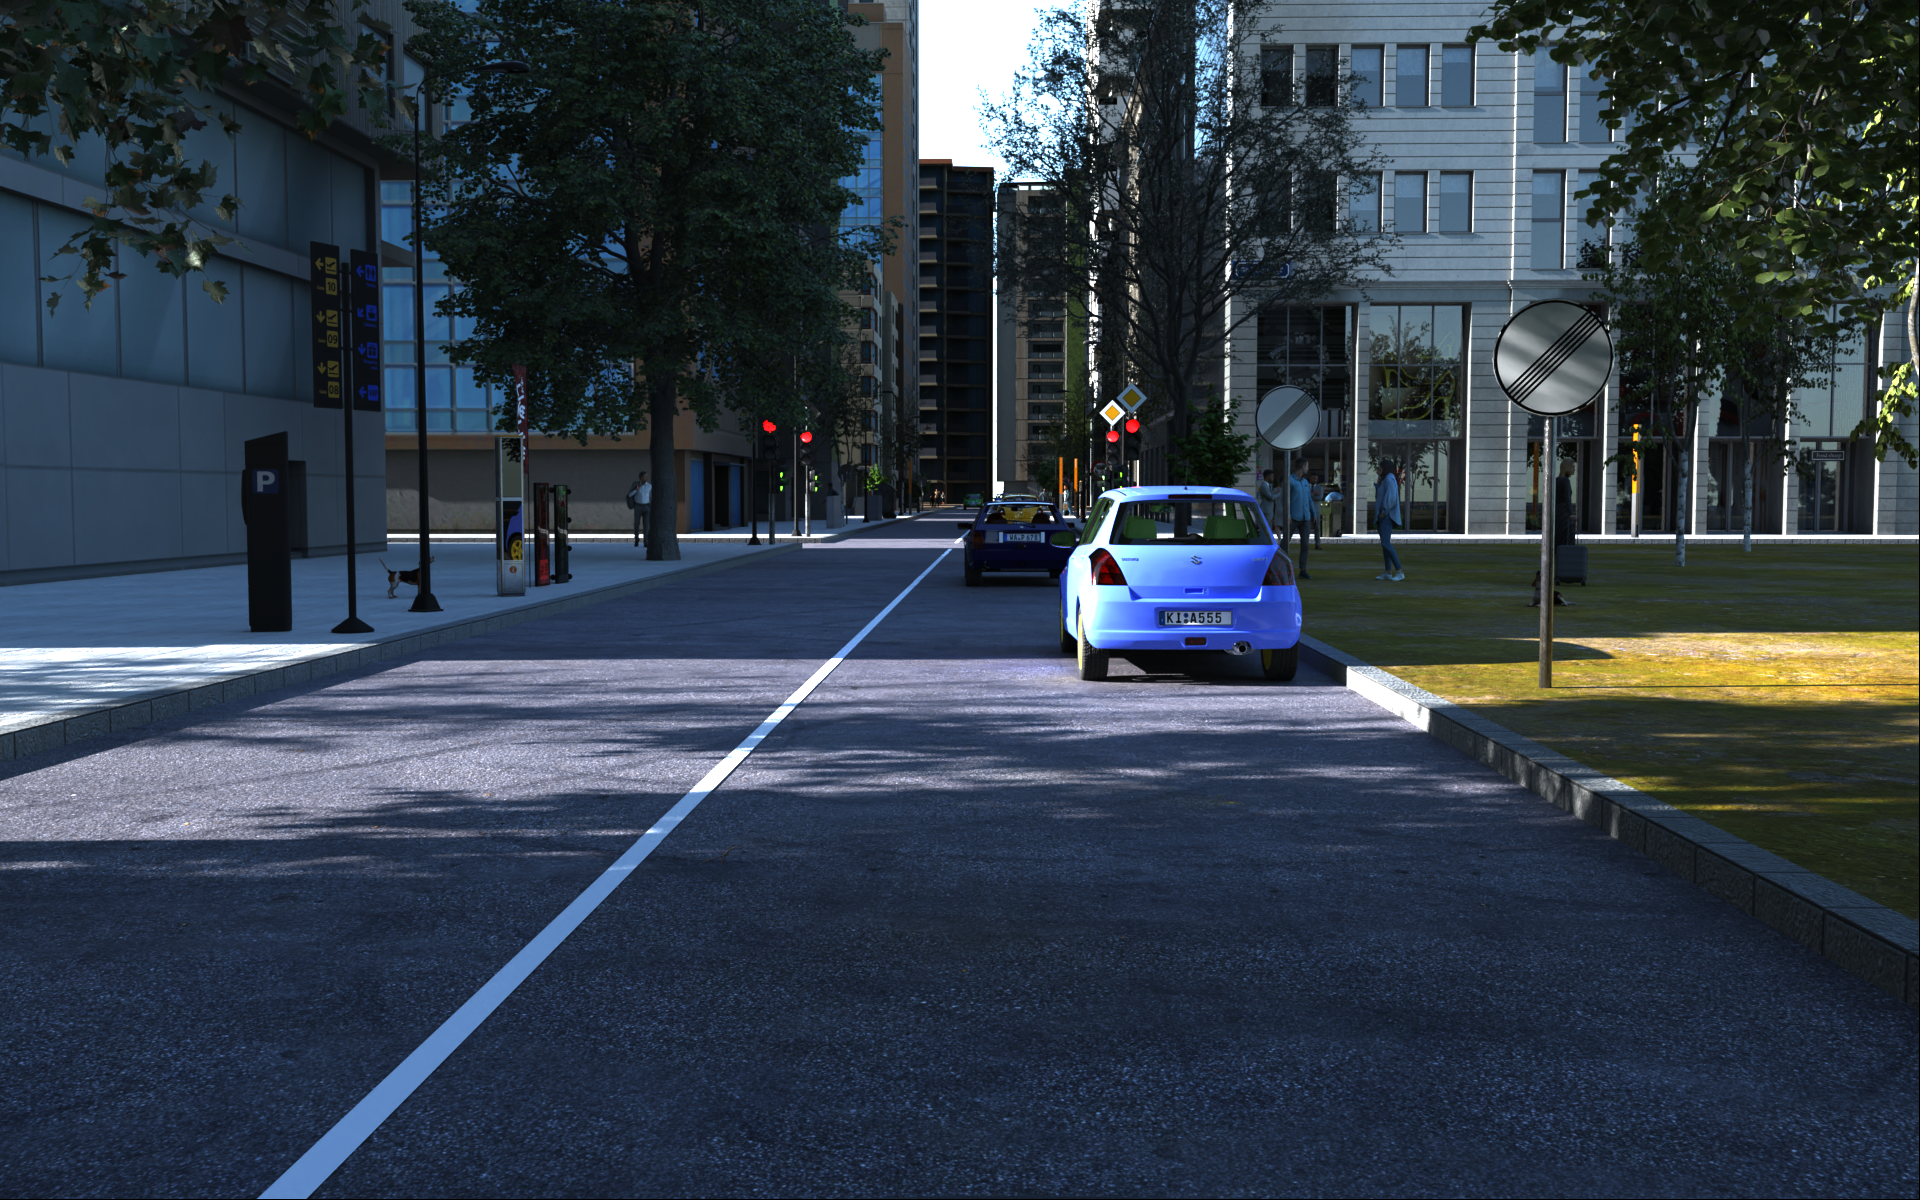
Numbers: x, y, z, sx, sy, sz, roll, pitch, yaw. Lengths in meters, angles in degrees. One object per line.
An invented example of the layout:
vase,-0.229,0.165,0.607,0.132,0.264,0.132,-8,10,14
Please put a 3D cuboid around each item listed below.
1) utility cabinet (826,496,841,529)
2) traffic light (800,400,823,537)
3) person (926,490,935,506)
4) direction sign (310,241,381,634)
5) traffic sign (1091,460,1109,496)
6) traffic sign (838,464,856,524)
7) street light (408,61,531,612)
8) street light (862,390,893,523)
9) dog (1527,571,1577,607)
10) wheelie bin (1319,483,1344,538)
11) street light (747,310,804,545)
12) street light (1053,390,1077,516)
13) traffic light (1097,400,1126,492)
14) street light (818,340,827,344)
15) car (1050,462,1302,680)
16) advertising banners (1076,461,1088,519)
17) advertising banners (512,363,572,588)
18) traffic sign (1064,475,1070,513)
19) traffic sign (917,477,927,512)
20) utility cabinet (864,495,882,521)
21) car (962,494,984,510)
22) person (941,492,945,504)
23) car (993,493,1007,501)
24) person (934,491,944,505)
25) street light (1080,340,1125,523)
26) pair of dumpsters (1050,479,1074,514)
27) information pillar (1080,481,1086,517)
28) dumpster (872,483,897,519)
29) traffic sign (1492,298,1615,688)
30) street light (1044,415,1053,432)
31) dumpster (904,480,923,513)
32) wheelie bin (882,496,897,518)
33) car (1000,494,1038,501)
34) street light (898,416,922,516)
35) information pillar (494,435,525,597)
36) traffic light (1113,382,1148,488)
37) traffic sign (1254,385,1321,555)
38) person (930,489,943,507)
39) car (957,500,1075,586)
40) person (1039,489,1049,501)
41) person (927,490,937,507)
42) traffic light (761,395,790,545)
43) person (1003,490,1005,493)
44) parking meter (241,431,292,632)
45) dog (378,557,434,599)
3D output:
utility cabinet,-4.736,-3.289,64.935,0.306,1.237,1.020,1,4,13
traffic light,-4.544,-3.850,51.869,0.839,4.253,0.868,0,4,2
person,-3.106,-11.095,188.151,1.217,1.736,0.721,1,4,9
direction sign,-5.646,-1.468,16.001,0.379,3.537,0.876,1,4,20
traffic sign,5.254,-3.946,64.619,0.768,2.556,0.104,0,4,8
traffic sign,-4.820,-4.494,73.589,0.768,2.556,0.104,0,4,6
street light,-5.306,-2.826,18.752,1.470,5.913,1.316,0,4,2
street light,-3.689,-6.434,77.734,1.470,5.913,1.316,0,4,2
dog,6.806,-0.129,19.851,0.748,0.427,0.550,0,4,-2
wheelie bin,10.887,-2.642,51.111,0.980,1.594,0.693,3,5,43
street light,-4.633,-4.335,43.418,1.470,5.913,1.316,0,4,2
street light,5.002,-6.403,77.226,1.470,5.913,1.316,0,4,2
traffic light,4.515,-3.836,51.640,0.839,4.253,0.868,0,4,2
street light,-4.419,-4.885,52.404,1.470,5.913,1.316,0,4,2
car,1.746,-0.307,14.609,1.945,1.707,3.694,0,4,0
advertising banners,6.350,-5.758,90.329,0.090,3.025,2.074,-1,4,-12
advertising banners,-5.825,-1.709,24.133,0.090,3.025,2.074,0,4,7
traffic sign,7.146,-7.191,117.683,0.768,2.556,0.104,0,4,7
traffic sign,-2.746,-7.660,125.339,0.768,2.556,0.104,0,4,6
utility cabinet,-4.204,-4.449,83.900,1.020,1.237,0.306,3,5,45
car,1.198,-9.044,156.669,1.959,1.807,4.718,0,4,1
person,-2.071,-12.209,208.910,0.721,1.735,1.217,2,4,28
car,4.026,-9.341,162.311,1.945,1.707,3.694,0,4,2
person,-2.453,-12.074,205.915,1.348,1.822,0.705,-1,4,-20
street light,4.426,-4.890,52.492,1.470,5.913,1.316,0,4,2
pair of dumpsters,6.716,-6.802,113.700,1.574,2.255,4.437,0,4,2
information pillar,6.833,-5.604,96.115,0.304,2.012,0.304,-1,4,-13
dumpster,-3.972,-5.217,91.054,1.264,1.857,1.865,0,4,1
traffic sign,3.875,-0.690,11.391,0.768,2.556,0.104,0,4,8
street light,5.760,-7.911,101.890,1.470,5.913,1.316,0,4,2
dumpster,-3.270,-7.021,117.286,1.502,2.255,1.985,0,4,2
wheelie bin,-3.837,-5.175,92.513,0.980,1.594,0.693,0,4,2
car,2.052,-3.069,60.400,2.015,1.641,3.980,0,4,0
street light,-2.985,-7.984,103.085,1.470,5.913,1.316,0,4,2
information pillar,-5.656,-1.056,21.765,0.304,2.012,0.304,-2,4,-26
traffic light,4.299,-3.348,43.658,0.839,4.253,0.868,0,4,2
traffic sign,3.842,-1.239,20.372,0.768,2.556,0.104,0,4,7
person,-2.328,-10.273,174.016,1.348,1.823,0.705,1,4,9
car,0.933,-0.960,28.272,1.945,1.354,3.894,0,4,0
person,8.739,-10.576,179.046,1.350,1.814,0.705,-1,4,-22
person,-2.676,-9.828,167.452,1.217,1.735,0.721,3,5,43
traffic light,-4.760,-3.362,43.887,0.839,4.253,0.868,0,4,2
person,4.271,-9.761,168.236,1.348,1.807,0.705,-1,4,-21
parking meter,-6.472,-0.639,16.163,0.399,1.863,0.255,-1,4,-16
dog,-6.830,-0.279,21.397,0.406,0.507,0.540,2,4,30
